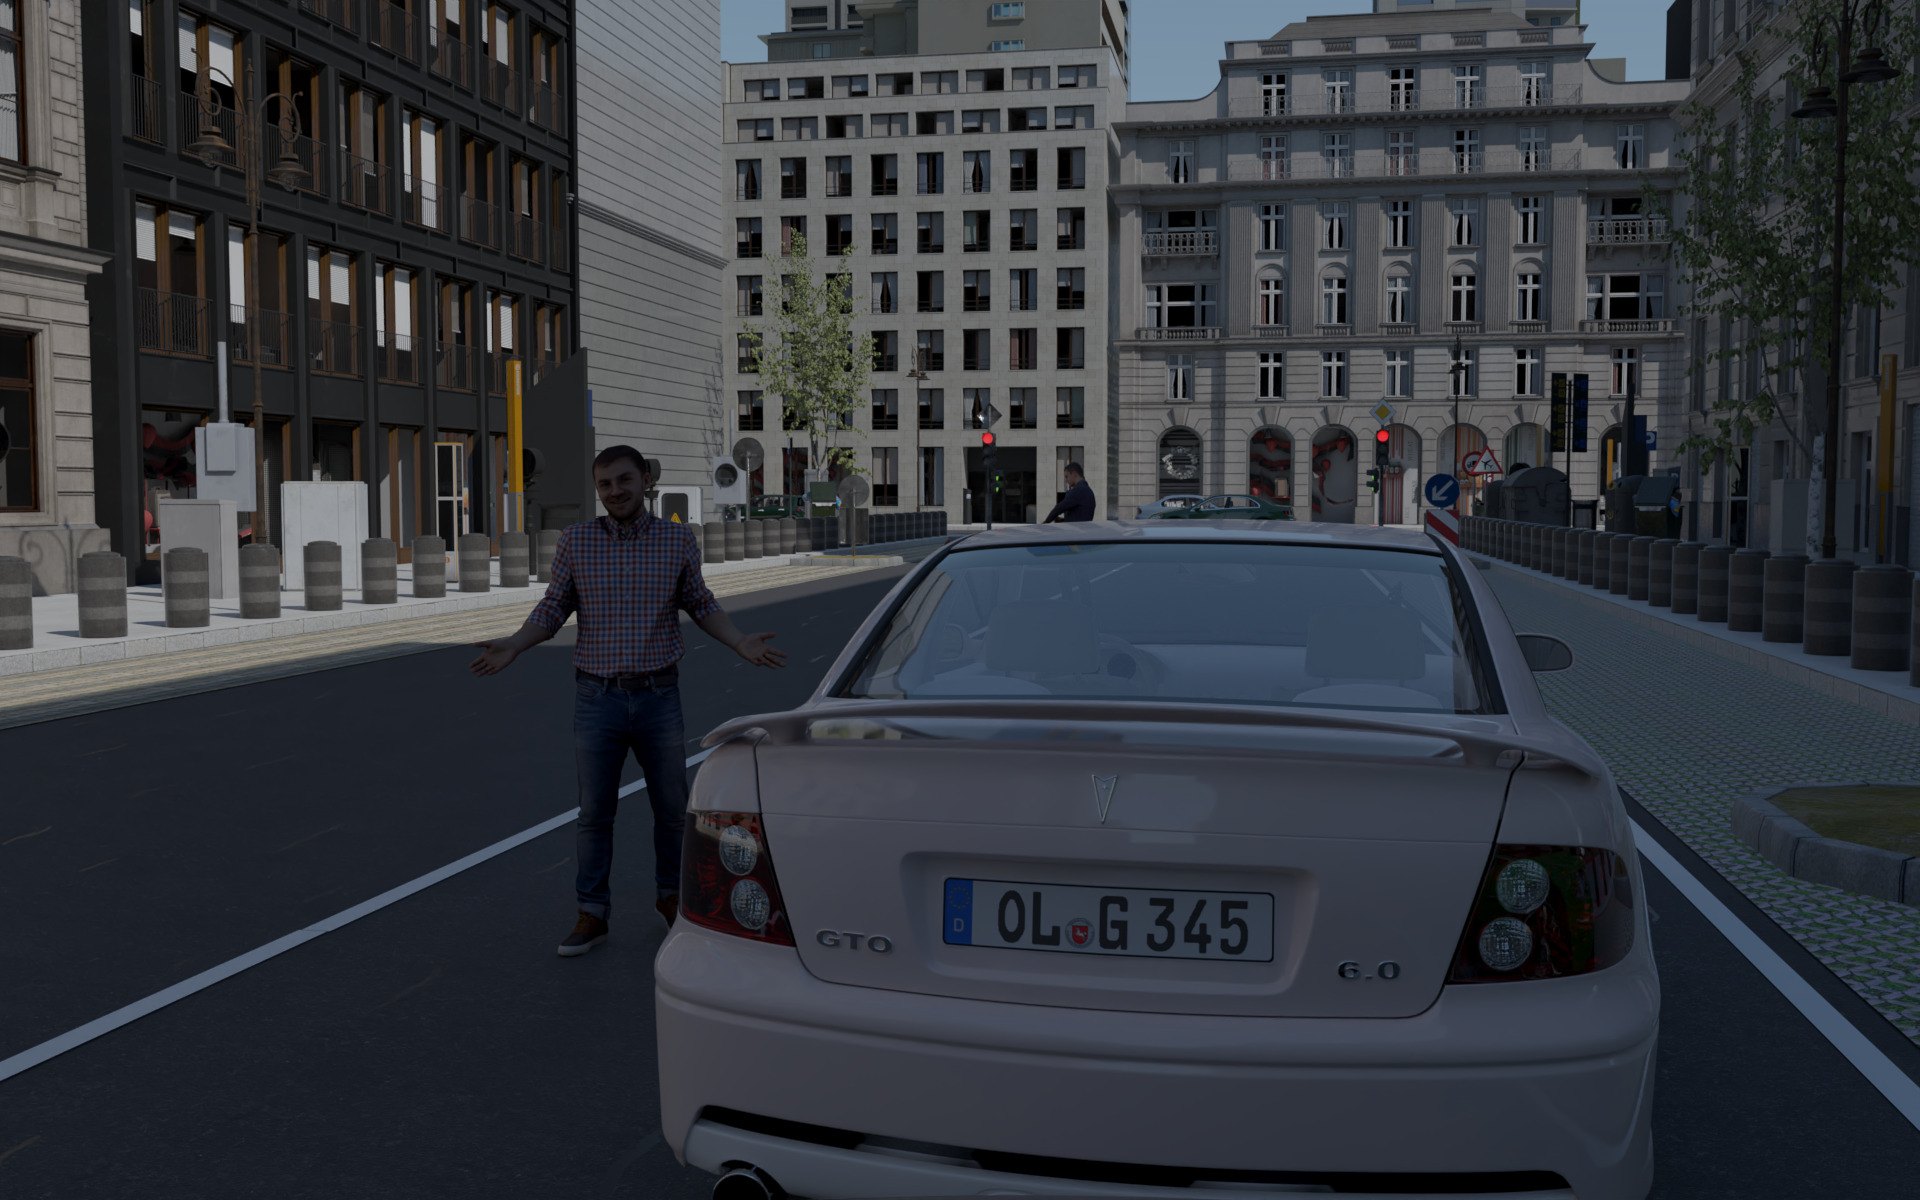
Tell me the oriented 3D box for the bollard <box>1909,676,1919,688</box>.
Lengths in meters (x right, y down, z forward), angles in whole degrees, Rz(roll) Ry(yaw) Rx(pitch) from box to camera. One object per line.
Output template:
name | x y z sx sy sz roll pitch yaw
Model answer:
bollard | 6.539 0.197 11.494 0.404 0.777 0.398 0 3 0

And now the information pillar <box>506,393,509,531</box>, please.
information pillar | -8.592 -2.573 33.416 0.183 3.616 0.504 1 4 8

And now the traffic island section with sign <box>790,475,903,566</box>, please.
traffic island section with sign | -2.224 -1.613 35.007 1.989 1.847 2.006 1 4 11

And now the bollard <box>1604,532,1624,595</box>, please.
bollard | 8.536 -0.457 22.186 0.404 0.777 0.398 0 3 0

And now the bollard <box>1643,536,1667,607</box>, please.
bollard | 8.095 -0.311 19.806 0.404 0.777 0.398 0 3 0

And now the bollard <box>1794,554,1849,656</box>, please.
bollard | 6.981 0.052 13.868 0.404 0.777 0.398 0 3 0

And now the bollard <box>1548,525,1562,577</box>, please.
bollard | 9.425 -0.748 26.939 0.404 0.777 0.398 0 3 0

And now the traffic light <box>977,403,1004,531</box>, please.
traffic light | 0.916 -3.934 53.244 0.839 4.253 0.868 1 4 11

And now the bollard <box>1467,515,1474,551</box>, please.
bollard | 11.654 -1.475 38.830 0.404 0.777 0.398 0 3 0

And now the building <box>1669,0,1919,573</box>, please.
building | 22.144 -14.343 31.779 12.463 27.353 25.104 1 4 11

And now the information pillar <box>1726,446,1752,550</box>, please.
information pillar | 11.956 -1.353 26.620 0.304 2.012 0.304 1 4 19

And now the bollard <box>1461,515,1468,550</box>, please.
bollard | 11.879 -1.548 40.020 0.404 0.777 0.398 0 3 0

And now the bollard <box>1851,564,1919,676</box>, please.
bollard | 6.759 0.124 12.687 0.404 0.777 0.398 0 3 0

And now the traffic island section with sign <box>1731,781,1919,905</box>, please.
traffic island section with sign | 4.148 0.121 6.647 1.989 1.847 2.006 1 4 11

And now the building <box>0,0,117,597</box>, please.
building | -17.607 -9.165 14.480 10.561 19.102 19.286 1 4 11

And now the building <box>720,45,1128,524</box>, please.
building | -1.295 -13.707 78.867 16.860 20.320 10.420 1 4 11

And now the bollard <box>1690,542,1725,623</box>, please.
bollard | 7.651 -0.167 17.444 0.404 0.777 0.398 0 3 0

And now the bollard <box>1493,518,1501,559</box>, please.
bollard | 10.766 -1.184 34.078 0.404 0.777 0.398 0 3 0

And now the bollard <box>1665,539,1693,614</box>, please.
bollard | 7.872 -0.239 18.626 0.404 0.777 0.398 0 3 0

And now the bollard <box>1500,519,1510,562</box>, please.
bollard | 10.541 -1.111 32.885 0.404 0.777 0.398 0 3 0

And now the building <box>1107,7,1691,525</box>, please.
building | 19.188 -14.389 77.064 24.055 21.916 13.314 1 4 11

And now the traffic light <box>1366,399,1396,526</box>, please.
traffic light | 12.431 -3.804 51.112 0.839 4.253 0.868 1 4 11

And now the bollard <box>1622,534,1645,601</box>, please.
bollard | 8.313 -0.384 20.988 0.404 0.777 0.398 0 3 0

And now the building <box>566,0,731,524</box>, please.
building | -22.214 -16.438 46.262 29.804 29.767 11.434 1 4 11

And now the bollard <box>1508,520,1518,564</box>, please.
bollard | 10.319 -1.038 31.694 0.404 0.777 0.398 0 3 0

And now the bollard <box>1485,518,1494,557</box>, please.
bollard | 10.986 -1.257 35.267 0.404 0.777 0.398 0 3 0

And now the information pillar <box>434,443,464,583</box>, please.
information pillar | -7.351 -1.252 24.960 0.304 2.012 0.304 0 4 5

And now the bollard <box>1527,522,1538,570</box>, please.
bollard | 9.874 -0.893 29.313 0.404 0.777 0.398 0 3 0

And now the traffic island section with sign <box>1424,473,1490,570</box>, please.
traffic island section with sign | 9.204 -1.534 33.716 1.989 1.847 2.006 1 4 11

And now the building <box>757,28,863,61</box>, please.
building | -7.499 -37.174 197.036 27.495 52.752 28.713 1 4 11

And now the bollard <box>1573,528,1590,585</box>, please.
bollard | 8.984 -0.602 24.559 0.404 0.777 0.398 0 3 0

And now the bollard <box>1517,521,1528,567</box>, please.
bollard | 10.095 -0.966 30.507 0.404 0.777 0.398 0 3 0

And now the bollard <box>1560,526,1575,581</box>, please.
bollard | 9.211 -0.675 25.751 0.404 0.777 0.398 0 3 0

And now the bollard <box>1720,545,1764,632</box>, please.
bollard | 7.427 -0.093 16.245 0.404 0.777 0.398 0 3 0

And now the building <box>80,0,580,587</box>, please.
building | -16.032 -12.367 31.887 12.332 23.373 15.834 1 4 11

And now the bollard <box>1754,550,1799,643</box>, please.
bollard | 7.203 -0.021 15.054 0.404 0.777 0.398 0 3 0

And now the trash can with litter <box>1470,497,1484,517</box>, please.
trash can with litter | 20.128 -3.362 66.352 1.055 1.170 0.624 0 4 4

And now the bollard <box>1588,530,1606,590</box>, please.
bollard | 8.760 -0.529 23.373 0.404 0.777 0.398 0 3 0

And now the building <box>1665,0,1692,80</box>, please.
building | 39.032 -14.858 72.612 15.834 23.373 12.332 1 4 11

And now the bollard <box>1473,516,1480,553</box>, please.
bollard | 11.429 -1.402 37.644 0.404 0.777 0.398 0 3 0

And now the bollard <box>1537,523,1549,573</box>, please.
bollard | 9.650 -0.820 28.120 0.404 0.777 0.398 0 3 0

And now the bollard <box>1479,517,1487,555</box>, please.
bollard | 11.211 -1.330 36.458 0.404 0.777 0.398 0 3 0
